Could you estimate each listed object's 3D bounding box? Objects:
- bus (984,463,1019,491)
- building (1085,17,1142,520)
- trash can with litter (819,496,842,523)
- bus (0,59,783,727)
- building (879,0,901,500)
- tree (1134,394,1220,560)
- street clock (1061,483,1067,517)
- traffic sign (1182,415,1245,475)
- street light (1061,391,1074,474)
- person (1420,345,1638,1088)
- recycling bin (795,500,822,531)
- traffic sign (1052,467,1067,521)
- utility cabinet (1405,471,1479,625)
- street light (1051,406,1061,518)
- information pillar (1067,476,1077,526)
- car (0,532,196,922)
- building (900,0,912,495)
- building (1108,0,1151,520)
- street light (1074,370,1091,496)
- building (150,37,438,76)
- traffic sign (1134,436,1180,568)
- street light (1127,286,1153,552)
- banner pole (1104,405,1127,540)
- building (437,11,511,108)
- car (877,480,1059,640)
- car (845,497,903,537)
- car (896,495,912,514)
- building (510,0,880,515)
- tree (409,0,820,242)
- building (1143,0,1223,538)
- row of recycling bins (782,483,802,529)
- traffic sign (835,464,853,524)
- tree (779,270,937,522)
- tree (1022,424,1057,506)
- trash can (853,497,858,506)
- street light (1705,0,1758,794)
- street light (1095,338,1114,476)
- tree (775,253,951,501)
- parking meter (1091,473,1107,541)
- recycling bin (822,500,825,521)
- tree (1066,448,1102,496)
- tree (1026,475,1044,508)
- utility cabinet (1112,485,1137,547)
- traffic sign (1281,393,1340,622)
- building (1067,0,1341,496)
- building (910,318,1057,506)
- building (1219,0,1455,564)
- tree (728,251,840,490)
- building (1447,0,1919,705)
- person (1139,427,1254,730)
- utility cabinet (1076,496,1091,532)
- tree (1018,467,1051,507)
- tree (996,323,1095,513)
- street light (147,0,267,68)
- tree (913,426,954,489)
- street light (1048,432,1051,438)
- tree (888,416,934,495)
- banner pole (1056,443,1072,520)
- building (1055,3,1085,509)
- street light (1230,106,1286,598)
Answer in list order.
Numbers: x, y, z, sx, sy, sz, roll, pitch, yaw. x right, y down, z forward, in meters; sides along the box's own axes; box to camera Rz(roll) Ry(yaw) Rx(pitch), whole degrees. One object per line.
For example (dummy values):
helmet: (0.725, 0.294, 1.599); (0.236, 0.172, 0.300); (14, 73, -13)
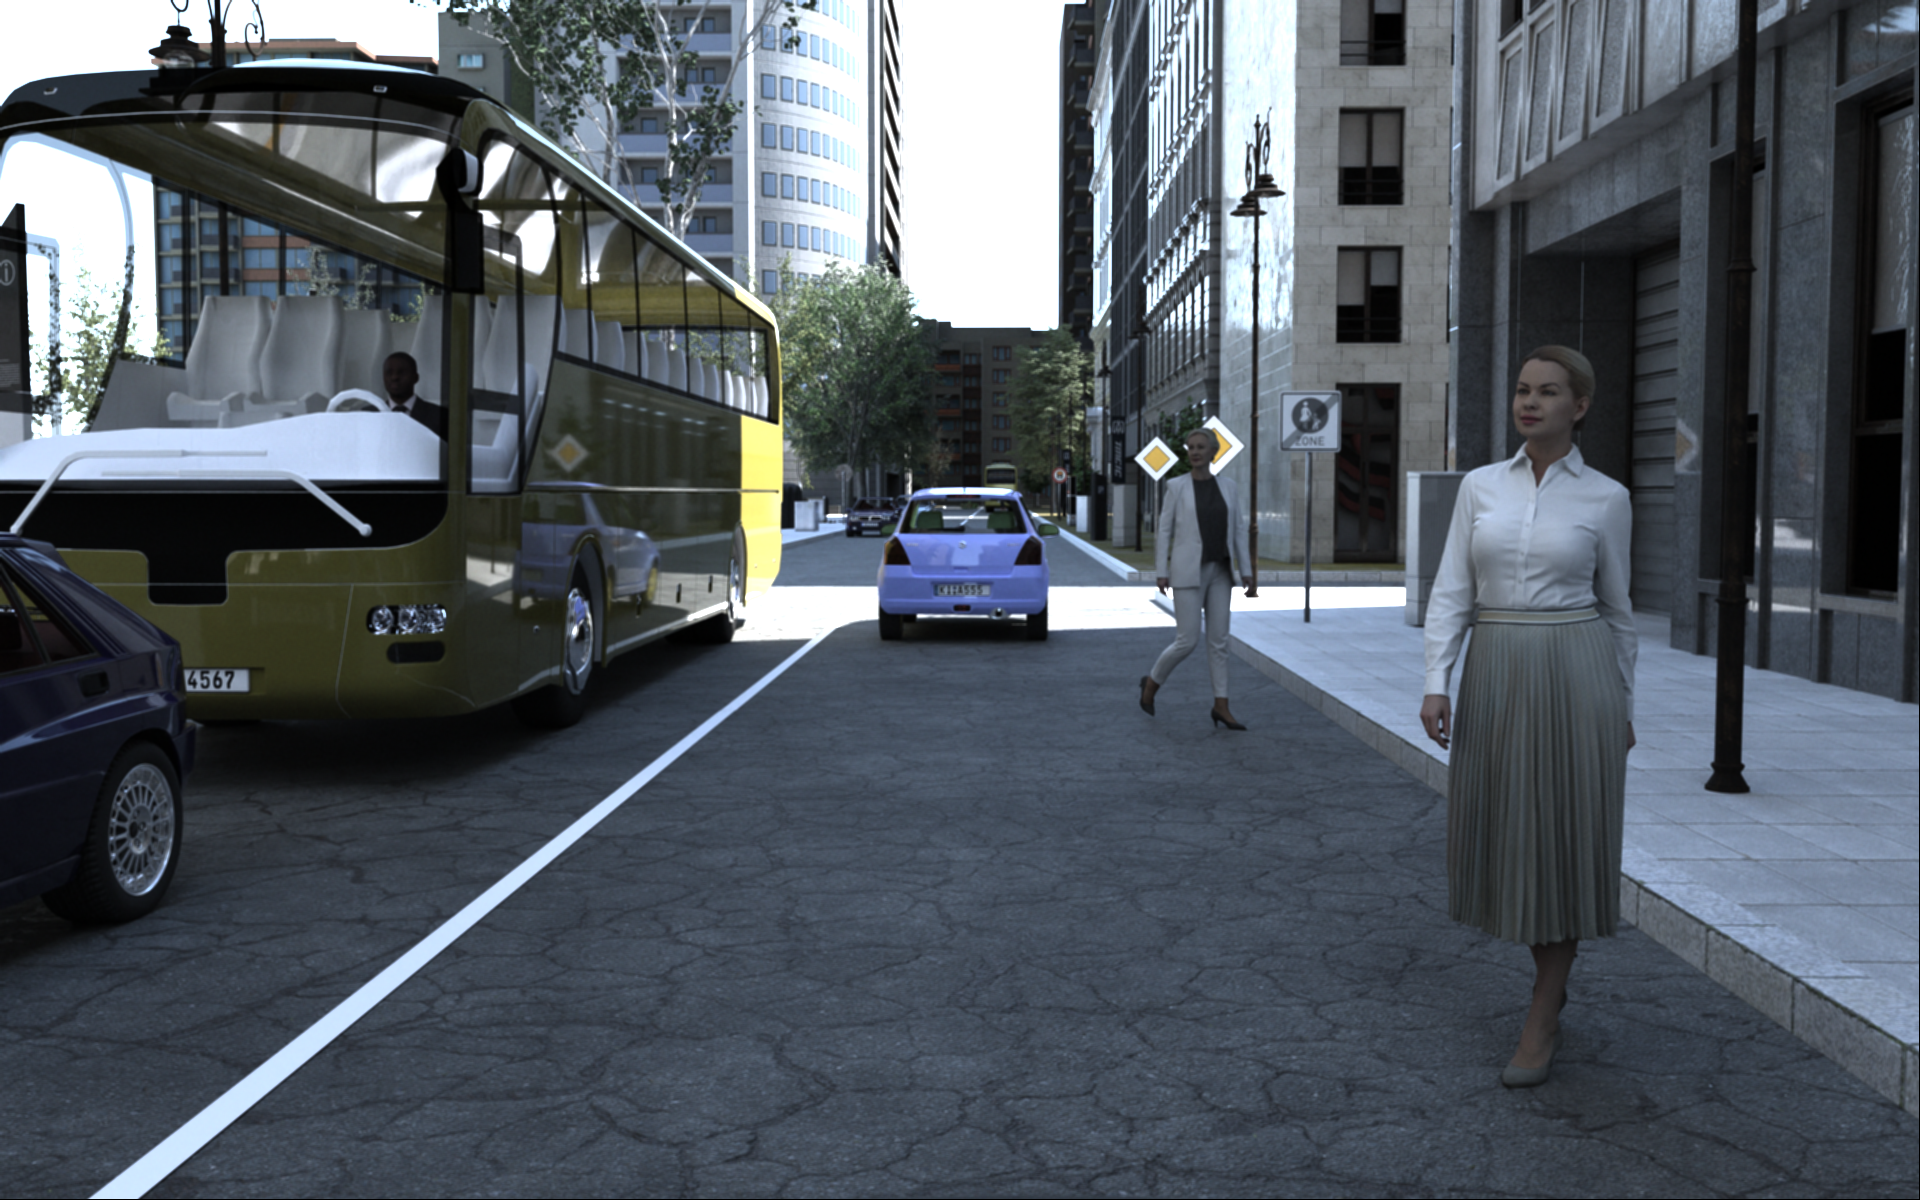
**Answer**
bus: (3.294, -8.952, 137.913); (2.896, 3.916, 12.252); (0, 4, 2)
building: (14.048, -18.889, 94.744); (13.634, 28.700, 20.117); (0, 4, 1)
trash can with litter: (-6.057, -4.021, 76.803); (1.678, 1.210, 2.233); (0, 4, -4)
bus: (-3.455, -1.367, 13.899); (2.896, 3.916, 12.252); (0, 4, 2)
building: (-16.207, -31.812, 143.821); (21.300, 48.544, 21.600); (0, 4, 1)
tree: (4.509, -2.393, 33.725); (1.663, 3.219, 1.824); (0, 3, 0)
street clock: (5.934, -5.739, 98.403); (0.358, 2.002, 0.471); (-1, 4, -14)
traffic sign: (3.210, -1.121, 21.969); (0.795, 2.450, 0.064); (0, 4, 1)
street light: (4.941, -6.411, 77.606); (0.468, 5.910, 1.993); (0, 4, 1)
person: (1.475, 0.265, 4.399); (0.478, 1.798, 0.641); (3, 4, 39)
recycling bin: (-5.284, -2.885, 59.732); (0.722, 1.027, 0.722); (0, 4, 6)
traffic sign: (4.710, -4.994, 81.756); (0.768, 2.556, 0.104); (0, 4, 5)
utility cabinet: (4.951, -0.500, 16.849); (1.173, 1.500, 0.318); (-1, 4, -11)
street light: (5.180, -7.224, 90.893); (0.468, 5.910, 1.993); (0, 4, 1)
information pillar: (4.487, -3.977, 69.518); (0.304, 2.012, 0.304); (-1, 4, -18)
car: (-3.641, 0.490, 4.569); (1.945, 1.354, 3.894); (0, 4, 2)
building: (-15.590, -44.664, 168.510); (20.611, 71.187, 20.563); (0, 4, 1)
building: (14.017, -17.066, 72.532); (14.314, 27.812, 24.014); (0, 4, 1)
street light: (4.645, -5.617, 64.625); (0.468, 5.910, 1.993); (0, 4, 1)
building: (-61.943, -31.477, 169.272); (28.867, 44.769, 22.147); (0, 4, 1)
traffic sign: (3.392, -1.609, 29.952); (0.795, 2.450, 0.064); (0, 4, 1)
street light: (3.993, -4.023, 38.570); (0.468, 5.910, 1.993); (0, 4, 1)
banner pole: (4.327, -3.597, 48.836); (0.863, 3.779, 0.401); (-2, 4, -24)
building: (-36.718, -33.320, 168.486); (21.600, 48.544, 21.300); (0, 4, 1)
car: (0.087, -0.535, 18.331); (1.945, 1.707, 3.694); (0, 4, 2)
car: (-2.882, -2.842, 59.044); (1.945, 1.354, 3.894); (0, 4, 3)
car: (-1.920, -3.607, 70.969); (2.014, 1.417, 4.499); (0, 4, 2)
building: (-16.983, -35.270, 118.668); (21.231, 58.520, 28.212); (0, 4, 1)
tree: (-8.025, -11.214, 39.245); (12.611, 20.169, 13.585); (0, 3, 0)
building: (10.930, -12.352, 51.107); (9.793, 20.994, 18.267); (0, 4, 1)
row of recycling bins: (-6.611, -3.547, 65.103); (1.069, 1.692, 3.534); (0, 4, 7)
traffic sign: (-4.908, -4.465, 73.109); (0.768, 2.556, 0.104); (0, 4, 4)
tree: (-4.877, -9.395, 79.356); (9.928, 11.665, 9.643); (0, 3, 0)
tree: (8.359, -14.217, 182.810); (4.737, 8.622, 4.395); (0, 3, 0)
trash can: (-5.835, -5.234, 97.230); (0.748, 1.137, 0.748); (0, 3, 0)
street light: (3.325, -2.112, 7.327); (0.468, 5.910, 1.993); (0, 4, 1)
street light: (4.281, -4.817, 51.552); (0.468, 5.910, 1.993); (0, 4, 1)
tree: (-5.227, -11.235, 90.351); (9.857, 13.997, 8.962); (0, 3, 0)
parking meter: (3.824, -2.569, 47.713); (0.399, 1.863, 0.255); (-2, 4, -28)
recycling bin: (-6.455, -4.033, 78.494); (0.722, 1.027, 0.722); (0, 4, 1)
tree: (5.108, -4.806, 73.187); (1.663, 3.219, 1.824); (0, 3, 0)
tree: (7.239, -10.178, 161.012); (1.663, 3.219, 1.824); (0, 3, 0)
utility cabinet: (4.006, -2.026, 41.805); (0.318, 1.500, 1.173); (2, 4, 25)
traffic sign: (3.470, -0.925, 17.250); (0.606, 2.300, 0.079); (0, 4, 3)
building: (19.667, -29.386, 135.081); (22.147, 44.769, 28.867); (0, 4, 1)
building: (-2.795, -22.007, 204.856); (28.899, 21.520, 27.650); (0, 4, 1)
building: (14.584, -11.098, 36.208); (16.860, 20.320, 10.420); (0, 4, 1)
tree: (-5.802, -6.209, 51.881); (4.737, 8.622, 4.395); (0, 3, 0)
building: (11.449, -11.708, 9.452); (12.078, 24.808, 19.932); (0, 4, 1)
person: (1.458, -0.145, 10.754); (0.514, 1.842, 0.818); (-3, 4, -37)
utility cabinet: (4.234, -2.883, 58.303); (0.306, 1.237, 1.020); (-1, 4, -17)
tree: (7.510, -11.738, 175.635); (4.285, 4.588, 4.351); (0, 3, 0)
tree: (6.276, -12.032, 114.842); (7.486, 12.596, 7.792); (0, 3, 0)
street light: (-6.262, -2.567, 14.755); (0.468, 5.910, 1.993); (0, 4, 1)
tree: (-2.636, -13.915, 177.869); (4.360, 8.622, 3.978); (0, 3, 0)
street light: (5.540, -8.048, 104.375); (0.468, 5.910, 1.993); (0, 4, 1)
tree: (-3.914, -11.021, 130.555); (4.737, 8.622, 4.395); (0, 3, 0)
banner pole: (5.178, -5.859, 85.809); (0.863, 3.779, 0.401); (-1, 4, -23)
building: (15.970, -30.981, 156.647); (14.600, 45.320, 14.200); (0, 4, 1)
street light: (3.618, -2.962, 21.221); (0.468, 5.910, 1.993); (0, 4, 1)
